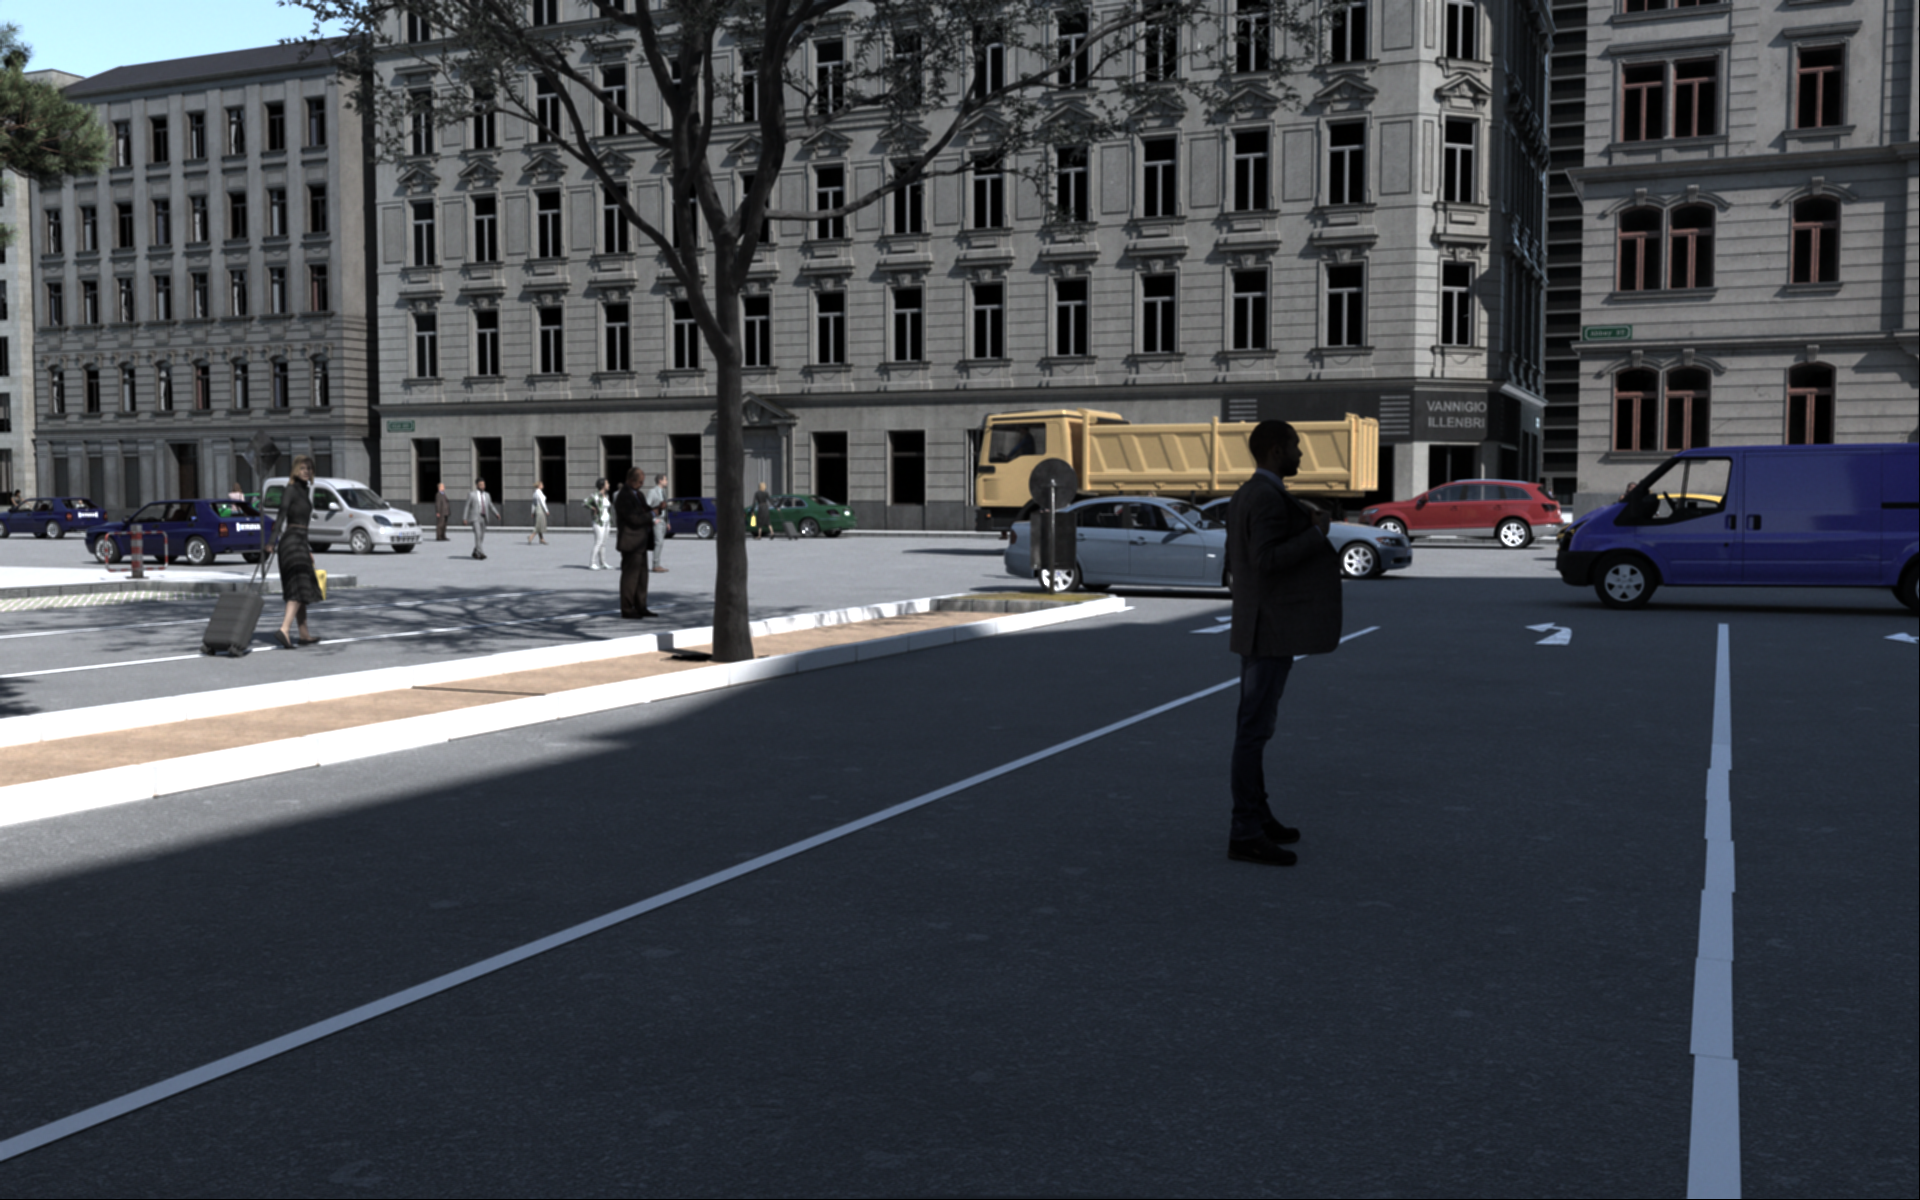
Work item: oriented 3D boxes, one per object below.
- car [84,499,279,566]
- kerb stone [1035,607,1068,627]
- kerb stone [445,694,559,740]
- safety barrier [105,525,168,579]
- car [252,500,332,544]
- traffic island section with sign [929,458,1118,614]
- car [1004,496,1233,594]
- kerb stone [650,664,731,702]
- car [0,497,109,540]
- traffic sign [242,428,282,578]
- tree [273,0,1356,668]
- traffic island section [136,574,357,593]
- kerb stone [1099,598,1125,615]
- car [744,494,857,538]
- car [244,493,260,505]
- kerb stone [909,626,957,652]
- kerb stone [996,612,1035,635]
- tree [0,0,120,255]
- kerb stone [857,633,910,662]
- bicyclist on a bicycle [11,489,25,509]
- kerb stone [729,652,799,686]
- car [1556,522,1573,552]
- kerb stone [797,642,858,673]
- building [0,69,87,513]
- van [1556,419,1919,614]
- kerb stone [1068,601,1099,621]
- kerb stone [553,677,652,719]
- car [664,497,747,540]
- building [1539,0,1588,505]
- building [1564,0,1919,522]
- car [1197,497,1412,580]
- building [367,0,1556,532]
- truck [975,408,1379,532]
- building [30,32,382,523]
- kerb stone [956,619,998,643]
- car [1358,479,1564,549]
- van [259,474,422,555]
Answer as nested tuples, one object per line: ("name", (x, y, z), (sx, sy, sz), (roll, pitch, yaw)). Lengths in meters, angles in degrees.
("car", (-16.034, -1.409, 35.623), (3.894, 1.354, 1.945), (1, 4, 23))
("kerb stone", (0.930, 0.197, 19.019), (0.120, 0.150, 1.000), (2, 4, 24))
("kerb stone", (-2.813, 0.714, 10.543), (0.120, 0.150, 1.000), (2, 4, 24))
("safety barrier", (-12.445, -0.729, 26.189), (0.300, 0.817, 1.120), (2, 4, 24))
("car", (-19.214, -2.594, 51.216), (4.718, 1.807, 1.959), (2, 4, 24))
("traffic island section with sign", (0.936, -0.820, 21.551), (2.006, 1.907, 1.989), (2, 4, 24))
("car", (2.871, -0.773, 24.645), (4.499, 1.417, 2.014), (2, 4, 25))
("kerb stone", (-1.980, 0.597, 12.430), (0.120, 0.150, 1.000), (2, 4, 24))
("car", (-29.443, -2.646, 55.839), (3.894, 1.354, 1.945), (2, 4, 24))
("traffic sign", (-10.607, -1.386, 26.311), (0.795, 2.450, 0.064), (2, 4, 24))
("tree", (-1.969, -6.201, 14.215), (12.009, 13.543, 11.850), (0, 3, 0))
("traffic island section", (-10.631, -0.251, 26.383), (2.009, 0.180, 2.903), (2, 4, 24))
("kerb stone", (1.770, 0.079, 20.901), (0.120, 0.150, 1.000), (2, 4, 24))
("car", (-5.819, -2.797, 57.535), (4.920, 1.459, 2.131), (2, 4, 23))
("car", (-23.187, -2.970, 57.360), (4.718, 1.807, 1.959), (1, 4, 23))
("kerb stone", (-0.314, 0.368, 16.197), (0.120, 0.150, 1.000), (2, 4, 24))
("kerb stone", (0.521, 0.254, 18.077), (0.120, 0.150, 1.000), (2, 4, 24))
("tree", (-6.285, -4.973, 5.816), (6.751, 12.117, 7.091), (0, 3, 0))
("kerb stone", (-0.728, 0.428, 15.253), (0.120, 0.150, 1.000), (2, 4, 24))
("bicyclist on a bicycle", (-37.080, -3.562, 68.264), (1.625, 1.676, 1.499), (2, 4, 24))
("kerb stone", (-1.563, 0.540, 13.374), (0.120, 0.150, 1.000), (2, 4, 24))
("car", (14.814, -1.630, 36.878), (3.980, 1.641, 2.015), (2, 4, 24))
("kerb stone", (-1.146, 0.482, 14.314), (0.120, 0.150, 1.000), (2, 4, 24))
("building", (-47.094, -14.054, 84.530), (16.860, 20.320, 10.420), (2, 4, 24))
("van", (10.161, -1.042, 21.421), (5.245, 2.365, 2.240), (2, 4, 24))
("kerb stone", (1.352, 0.142, 19.955), (0.120, 0.150, 1.000), (2, 4, 24))
("kerb stone", (-2.396, 0.655, 11.491), (0.120, 0.150, 1.000), (2, 4, 24))
("car", (-8.846, -2.633, 55.629), (3.894, 1.354, 1.945), (2, 4, 25))
("building", (73.567, -47.194, 209.869), (20.611, 71.187, 20.563), (2, 4, 24))
("building", (30.864, -16.170, 51.772), (23.554, 28.519, 14.401), (2, 4, 24))
("car", (5.603, -1.118, 30.288), (4.499, 1.417, 2.014), (1, 4, 22))
("building", (-0.466, -17.794, 67.354), (44.131, 29.872, 17.030), (2, 4, 24))
("truck", (4.405, -2.672, 39.613), (9.791, 3.379, 3.469), (1, 4, 23))
("building", (-30.990, -13.940, 77.073), (18.267, 20.994, 9.793), (2, 4, 24))
("kerb stone", (0.103, 0.313, 17.136), (0.120, 0.150, 1.000), (2, 4, 24))
("car", (13.338, -2.301, 46.301), (5.304, 1.827, 2.281), (2, 4, 24))
("van", (-15.063, -2.148, 42.134), (4.112, 2.044, 2.013), (2, 4, 23))
